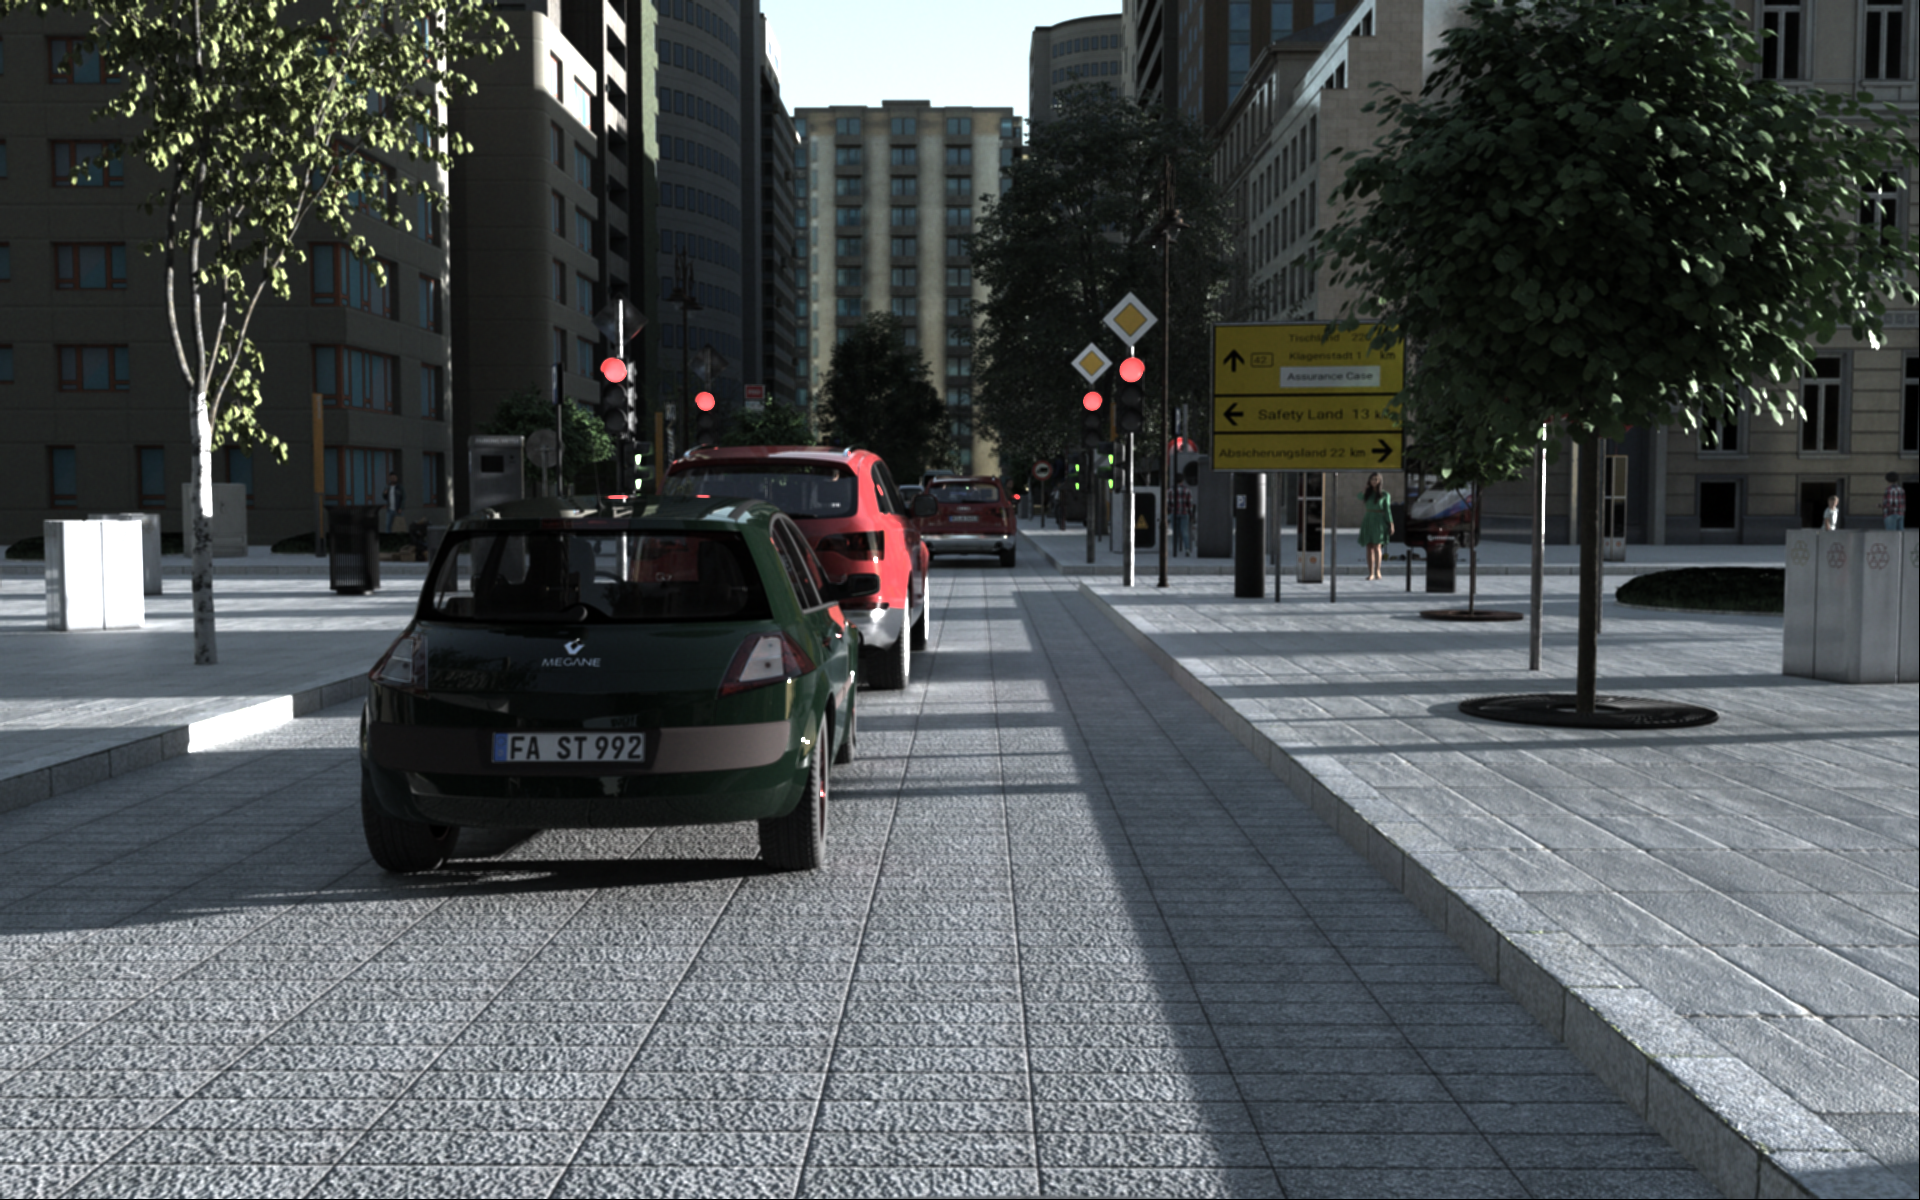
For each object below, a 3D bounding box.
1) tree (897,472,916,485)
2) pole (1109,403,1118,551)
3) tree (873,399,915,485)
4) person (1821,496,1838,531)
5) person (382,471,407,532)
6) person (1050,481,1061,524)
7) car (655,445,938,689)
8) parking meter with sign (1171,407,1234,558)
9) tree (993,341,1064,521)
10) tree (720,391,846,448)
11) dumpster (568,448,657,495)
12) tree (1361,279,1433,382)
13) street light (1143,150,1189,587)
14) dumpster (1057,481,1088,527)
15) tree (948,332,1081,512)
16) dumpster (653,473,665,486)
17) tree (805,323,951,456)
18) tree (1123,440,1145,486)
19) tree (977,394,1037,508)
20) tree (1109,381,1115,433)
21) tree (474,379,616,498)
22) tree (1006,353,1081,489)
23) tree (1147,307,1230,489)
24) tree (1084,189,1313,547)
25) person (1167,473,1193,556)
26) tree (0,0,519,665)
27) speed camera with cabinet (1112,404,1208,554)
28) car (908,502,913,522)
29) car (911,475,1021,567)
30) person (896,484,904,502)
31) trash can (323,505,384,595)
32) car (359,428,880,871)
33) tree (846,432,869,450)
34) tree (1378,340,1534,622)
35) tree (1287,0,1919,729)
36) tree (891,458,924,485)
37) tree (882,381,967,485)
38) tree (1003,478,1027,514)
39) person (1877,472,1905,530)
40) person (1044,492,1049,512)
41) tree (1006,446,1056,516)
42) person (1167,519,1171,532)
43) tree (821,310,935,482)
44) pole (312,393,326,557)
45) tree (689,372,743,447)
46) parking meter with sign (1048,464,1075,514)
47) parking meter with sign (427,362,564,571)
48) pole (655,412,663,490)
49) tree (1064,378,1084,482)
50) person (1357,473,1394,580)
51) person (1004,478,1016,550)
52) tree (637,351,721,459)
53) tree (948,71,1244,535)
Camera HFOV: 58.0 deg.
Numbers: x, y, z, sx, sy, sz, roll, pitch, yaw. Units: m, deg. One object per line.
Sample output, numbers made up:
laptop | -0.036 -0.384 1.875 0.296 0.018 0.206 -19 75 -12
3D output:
tree | -4.236 -8.702 136.875 1.663 3.219 1.824 0 3 0
pole | 3.446 -2.748 38.770 0.158 3.312 0.155 0 3 0
tree | -4.950 -10.682 125.020 4.360 8.622 3.978 0 3 0
person | 16.079 -1.299 31.964 0.332 1.250 0.352 0 4 -1
person | -13.562 -2.178 41.645 0.794 1.824 0.713 2 4 30
person | 4.223 -4.213 75.024 0.679 1.850 0.850 1 4 10
car | -1.343 -0.342 14.260 2.281 1.827 5.304 0 4 2
parking meter with sign | 5.152 -2.359 34.838 1.738 3.016 0.543 1 4 17
tree | 3.367 -8.029 81.632 4.360 8.622 3.978 0 3 0
tree | -6.095 -4.397 55.605 4.285 4.588 4.351 0 3 0
dumpster | -7.250 -2.060 36.171 1.502 2.255 1.985 0 4 1
tree | 11.450 -5.513 40.492 4.360 8.622 3.978 0 3 0
street light | 2.806 -3.116 23.740 0.468 5.910 1.993 0 4 1
dumpster | 4.465 -3.786 67.663 1.264 1.857 1.865 0 4 1
tree | 4.289 -12.949 122.078 12.009 13.543 11.850 0 3 0
dumpster | -7.601 -2.493 46.521 1.264 1.857 1.865 0 4 0
tree | -4.542 -9.759 93.967 8.767 10.594 7.601 0 4 8
tree | 11.812 -9.022 97.874 4.737 8.622 4.395 0 3 0
tree | 5.029 -14.074 155.872 9.928 11.665 9.643 0 3 0
tree | 10.175 -9.417 104.330 4.737 8.622 4.395 0 3 0
tree | -12.133 -4.019 49.427 4.285 4.588 4.351 0 3 0
tree | 4.469 -8.450 88.512 4.737 8.622 4.395 0 3 0
tree | 9.810 -7.256 68.997 4.737 8.622 4.395 0 3 0
tree | 6.001 -5.598 41.885 4.360 8.622 3.978 0 3 0
person | 4.525 -1.766 35.763 0.563 1.720 0.643 0 4 5
tree | -5.498 -3.828 12.956 4.737 8.622 4.395 0 3 0
speed camera with cabinet | 4.356 -2.652 37.696 2.038 3.252 0.660 -1 4 -19
car | -0.602 -2.092 46.007 2.131 1.459 4.920 0 4 -1
car | 0.112 -1.642 35.519 2.281 1.827 5.304 0 4 1
person | -2.426 -3.498 65.899 0.606 1.804 0.583 2 4 34
trash can | -7.763 -0.645 22.202 0.748 1.137 0.748 0 3 0
car | -1.387 0.110 7.986 2.009 1.686 4.222 0 4 -1
tree | -5.765 -6.050 82.636 4.285 4.588 4.351 0 3 0
tree | 5.310 -1.412 17.693 1.663 3.219 1.824 0 3 0
tree | 3.607 -1.612 10.069 4.285 4.588 4.351 0 3 0
tree | -4.620 -10.198 150.445 4.285 4.588 4.351 0 3 0
tree | -4.079 -15.392 168.663 9.611 12.733 9.660 0 3 0
tree | 3.721 -7.287 113.743 1.663 3.219 1.824 0 3 0
person | 18.445 -1.667 34.141 0.563 1.720 0.643 -2 4 -28
person | 6.300 -7.222 127.378 0.557 1.426 1.065 -2 4 -31
tree | 4.380 -7.226 101.851 4.285 4.588 4.351 0 3 0
person | 7.169 -3.194 58.183 0.836 1.842 0.656 -2 4 -27
tree | -5.228 -11.582 107.489 7.486 12.596 7.792 0 3 0
pole | -12.991 -2.524 35.110 0.158 3.312 0.155 0 3 0
tree | -13.993 -9.313 102.635 4.360 8.622 3.978 0 3 0
parking meter with sign | 5.716 -6.264 98.676 0.543 3.016 1.738 -3 5 -41
parking meter with sign | -6.140 -1.629 22.890 1.738 3.016 0.543 -1 4 -20
pole | -7.491 -3.017 43.166 0.158 3.312 0.155 0 3 0
tree | 6.740 -6.918 63.474 4.360 8.622 3.978 0 3 0
person | 6.910 -1.228 28.821 0.600 1.795 0.529 1 4 15
person | 1.164 -2.167 43.846 0.836 1.842 0.656 -3 5 -40
tree | -14.189 -8.430 88.194 4.737 8.622 4.395 0 3 0
tree | 4.430 -9.003 53.853 9.857 13.997 8.962 0 3 0
